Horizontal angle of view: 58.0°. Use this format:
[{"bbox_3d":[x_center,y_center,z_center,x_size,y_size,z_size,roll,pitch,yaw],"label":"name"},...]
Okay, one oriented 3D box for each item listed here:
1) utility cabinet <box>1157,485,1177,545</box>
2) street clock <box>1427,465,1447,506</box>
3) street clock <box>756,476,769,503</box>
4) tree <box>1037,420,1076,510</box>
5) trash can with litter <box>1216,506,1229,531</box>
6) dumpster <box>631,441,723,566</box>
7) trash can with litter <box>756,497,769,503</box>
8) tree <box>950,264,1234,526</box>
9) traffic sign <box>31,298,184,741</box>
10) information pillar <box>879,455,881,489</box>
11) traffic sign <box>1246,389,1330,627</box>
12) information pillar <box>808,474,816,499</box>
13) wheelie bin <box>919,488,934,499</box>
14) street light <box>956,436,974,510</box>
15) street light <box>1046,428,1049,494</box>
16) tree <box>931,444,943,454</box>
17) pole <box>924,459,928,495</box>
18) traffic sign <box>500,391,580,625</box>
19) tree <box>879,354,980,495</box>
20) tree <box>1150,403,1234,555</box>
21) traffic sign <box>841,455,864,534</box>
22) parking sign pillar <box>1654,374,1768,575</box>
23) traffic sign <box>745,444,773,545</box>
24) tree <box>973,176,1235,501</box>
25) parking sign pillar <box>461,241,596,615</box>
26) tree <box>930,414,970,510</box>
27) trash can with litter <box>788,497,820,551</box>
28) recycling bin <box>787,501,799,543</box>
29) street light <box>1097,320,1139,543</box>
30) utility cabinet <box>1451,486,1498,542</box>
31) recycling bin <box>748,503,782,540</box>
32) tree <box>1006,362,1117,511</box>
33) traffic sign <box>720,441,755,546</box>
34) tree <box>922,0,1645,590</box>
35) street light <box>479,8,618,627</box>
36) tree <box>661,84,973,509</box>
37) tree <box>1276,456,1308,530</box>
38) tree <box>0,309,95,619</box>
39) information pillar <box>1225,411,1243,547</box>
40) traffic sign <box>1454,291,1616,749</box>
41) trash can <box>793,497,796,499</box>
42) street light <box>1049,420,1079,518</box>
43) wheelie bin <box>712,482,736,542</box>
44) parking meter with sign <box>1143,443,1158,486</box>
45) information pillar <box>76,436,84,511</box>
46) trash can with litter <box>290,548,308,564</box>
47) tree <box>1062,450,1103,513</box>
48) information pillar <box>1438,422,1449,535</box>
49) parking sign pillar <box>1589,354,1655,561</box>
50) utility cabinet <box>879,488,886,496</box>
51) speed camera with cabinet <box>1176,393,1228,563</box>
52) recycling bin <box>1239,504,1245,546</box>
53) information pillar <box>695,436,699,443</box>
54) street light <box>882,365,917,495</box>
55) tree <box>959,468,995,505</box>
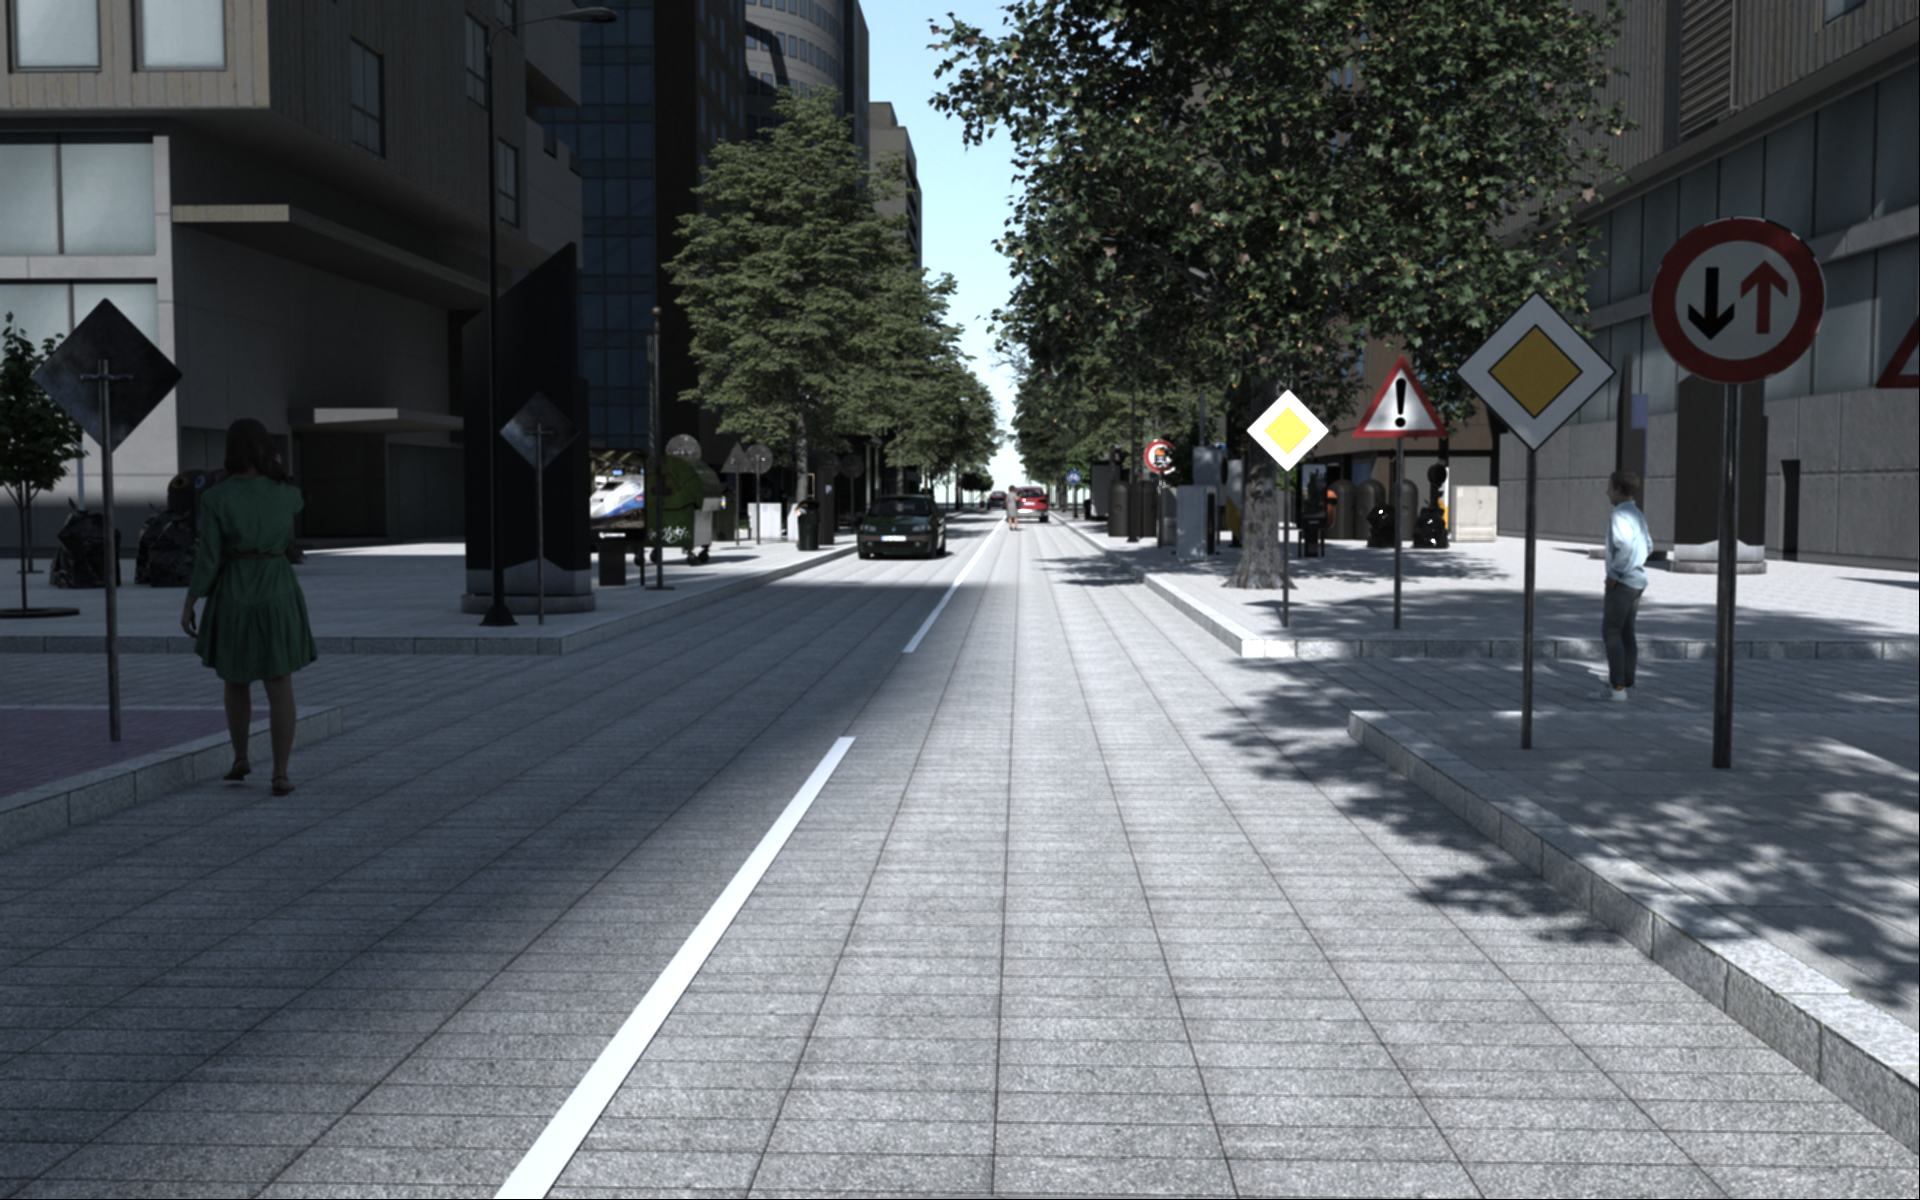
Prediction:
[{"bbox_3d":[5.382,-2.113,43.233,0.318,1.500,1.173,3,5,43],"label":"utility cabinet"},{"bbox_3d":[11.876,-2.359,43.137,0.471,2.002,0.358,-2,4,-32],"label":"street clock"},{"bbox_3d":[-7.727,-3.864,67.747,0.471,2.002,0.358,-2,4,-25],"label":"street clock"},{"bbox_3d":[9.177,-12.672,157.543,4.737,8.622,4.395,0,3,0],"label":"tree"},{"bbox_3d":[8.997,-2.996,60.367,1.055,1.170,0.624,-2,4,-26],"label":"trash can with litter"},{"bbox_3d":[-5.223,-1.772,31.471,1.502,2.255,1.985,0,4,2],"label":"dumpster"},{"bbox_3d":[-8.278,-3.680,71.553,0.624,1.170,1.055,-2,4,-28],"label":"trash can with litter"},{"bbox_3d":[6.103,-9.679,68.628,12.009,13.543,11.850,0,3,0],"label":"tree"},{"bbox_3d":[-4.389,-0.324,8.940,0.795,2.450,0.064,0,4,2],"label":"traffic sign"},{"bbox_3d":[-4.242,-5.862,87.198,0.504,3.616,0.183,1,4,16],"label":"information pillar"},{"bbox_3d":[3.135,-0.795,16.642,0.795,2.450,0.064,0,4,2],"label":"traffic sign"},{"bbox_3d":[-5.409,-3.570,62.857,0.304,2.012,0.304,0,4,7],"label":"information pillar"},{"bbox_3d":[-1.787,-5.096,91.222,0.980,1.594,0.693,3,4,37],"label":"wheelie bin"},{"bbox_3d":[0.375,-10.186,139.088,1.470,5.913,1.316,0,4,2],"label":"street light"},{"bbox_3d":[6.759,-9.112,121.520,1.470,5.913,1.316,0,4,2],"label":"street light"},{"bbox_3d":[0.094,-15.715,167.313,12.009,13.543,11.850,0,3,0],"label":"tree"},{"bbox_3d":[-1.653,-5.529,84.240,0.158,3.312,0.155,0,3,0],"label":"pole"},{"bbox_3d":[-4.104,-0.812,16.920,0.795,2.450,0.064,0,4,2],"label":"traffic sign"},{"bbox_3d":[-2.078,-11.059,115.220,7.601,10.594,8.767,1,4,16],"label":"tree"},{"bbox_3d":[5.027,-2.592,36.980,1.663,3.219,1.824,0,3,0],"label":"tree"},{"bbox_3d":[-3.478,-3.411,55.874,0.768,2.556,0.104,0,4,5],"label":"traffic sign"},{"bbox_3d":[12.385,-2.428,28.175,1.447,3.967,1.447,3,5,42],"label":"parking sign pillar"},{"bbox_3d":[-5.103,-2.671,43.783,0.768,2.556,0.104,1,4,10],"label":"traffic sign"},{"bbox_3d":[5.772,-8.297,53.787,7.486,12.596,7.792,0,3,0],"label":"tree"},{"bbox_3d":[-4.735,-1.862,18.916,1.447,3.967,1.447,1,4,13],"label":"parking sign pillar"},{"bbox_3d":[-1.188,-11.314,135.339,4.360,8.622,3.978,0,3,0],"label":"tree"},{"bbox_3d":[-3.530,-1.708,39.318,0.624,1.170,1.055,-1,4,-17],"label":"trash can with litter"},{"bbox_3d":[-4.111,-2.044,45.970,0.722,1.027,0.722,-3,4,-36],"label":"recycling bin"},{"bbox_3d":[4.045,-4.483,45.839,1.470,5.913,1.316,0,4,2],"label":"street light"},{"bbox_3d":[13.717,-2.294,46.180,1.173,1.500,0.318,-1,4,-11],"label":"utility cabinet"},{"bbox_3d":[-5.453,-2.191,48.381,0.722,1.027,0.722,-2,4,-35],"label":"recycling bin"},{"bbox_3d":[7.862,-13.769,131.777,9.857,13.997,8.962,0,3,0],"label":"tree"},{"bbox_3d":[-5.499,-2.616,42.781,0.884,2.594,0.081,1,4,9],"label":"traffic sign"},{"bbox_3d":[4.163,-6.497,23.236,9.611,12.733,9.660,0,3,0],"label":"tree"},{"bbox_3d":[-3.971,-2.703,16.733,1.470,5.913,1.316,0,4,2],"label":"street light"},{"bbox_3d":[-4.440,-7.950,48.114,7.486,12.596,7.792,0,3,0],"label":"tree"},{"bbox_3d":[12.059,-4.164,62.686,1.663,3.219,1.824,0,3,0],"label":"tree"},{"bbox_3d":[-9.968,-1.451,18.323,1.663,3.219,1.824,0,3,0],"label":"tree"},{"bbox_3d":[6.609,-3.083,41.759,0.183,3.616,0.504,-2,4,-32],"label":"information pillar"},{"bbox_3d":[2.850,-0.307,8.662,0.795,2.450,0.064,0,4,2],"label":"traffic sign"},{"bbox_3d":[-8.595,-4.752,89.351,0.748,1.137,0.748,0,3,0],"label":"trash can"},{"bbox_3d":[5.603,-7.280,91.575,1.470,5.913,1.316,0,4,2],"label":"street light"},{"bbox_3d":[-6.432,-2.391,47.009,0.693,1.594,0.980,-2,4,-29],"label":"wheelie bin"},{"bbox_3d":[6.987,-3.903,60.073,1.738,3.016,0.543,-1,4,-20],"label":"parking meter with sign"},{"bbox_3d":[-14.141,-2.230,27.822,0.183,3.616,0.504,-2,4,-28],"label":"information pillar"},{"bbox_3d":[-12.555,-1.252,31.851,1.055,1.170,0.624,0,4,-4],"label":"trash can with litter"},{"bbox_3d":[8.287,-8.096,116.079,4.285,4.588,4.351,0,3,0],"label":"tree"},{"bbox_3d":[15.061,-3.829,53.952,0.183,3.616,0.504,-1,4,-14],"label":"information pillar"},{"bbox_3d":[13.159,-2.785,34.010,1.447,3.967,1.447,1,4,16],"label":"parking sign pillar"},{"bbox_3d":[-3.220,-3.627,67.978,0.318,1.500,1.173,-1,4,-22],"label":"utility cabinet"},{"bbox_3d":[4.670,-2.380,33.253,0.660,3.252,2.038,1,4,20],"label":"speed camera with cabinet"},{"bbox_3d":[7.266,-1.841,42.654,0.722,1.027,0.722,3,4,37],"label":"recycling bin"},{"bbox_3d":[-10.597,-4.760,69.174,0.183,3.616,0.504,3,5,43],"label":"information pillar"},{"bbox_3d":[-2.245,-5.506,62.562,1.470,5.913,1.316,0,4,2],"label":"street light"},{"bbox_3d":[1.259,-13.997,212.565,4.285,4.588,4.351,0,3,0],"label":"tree"}]
